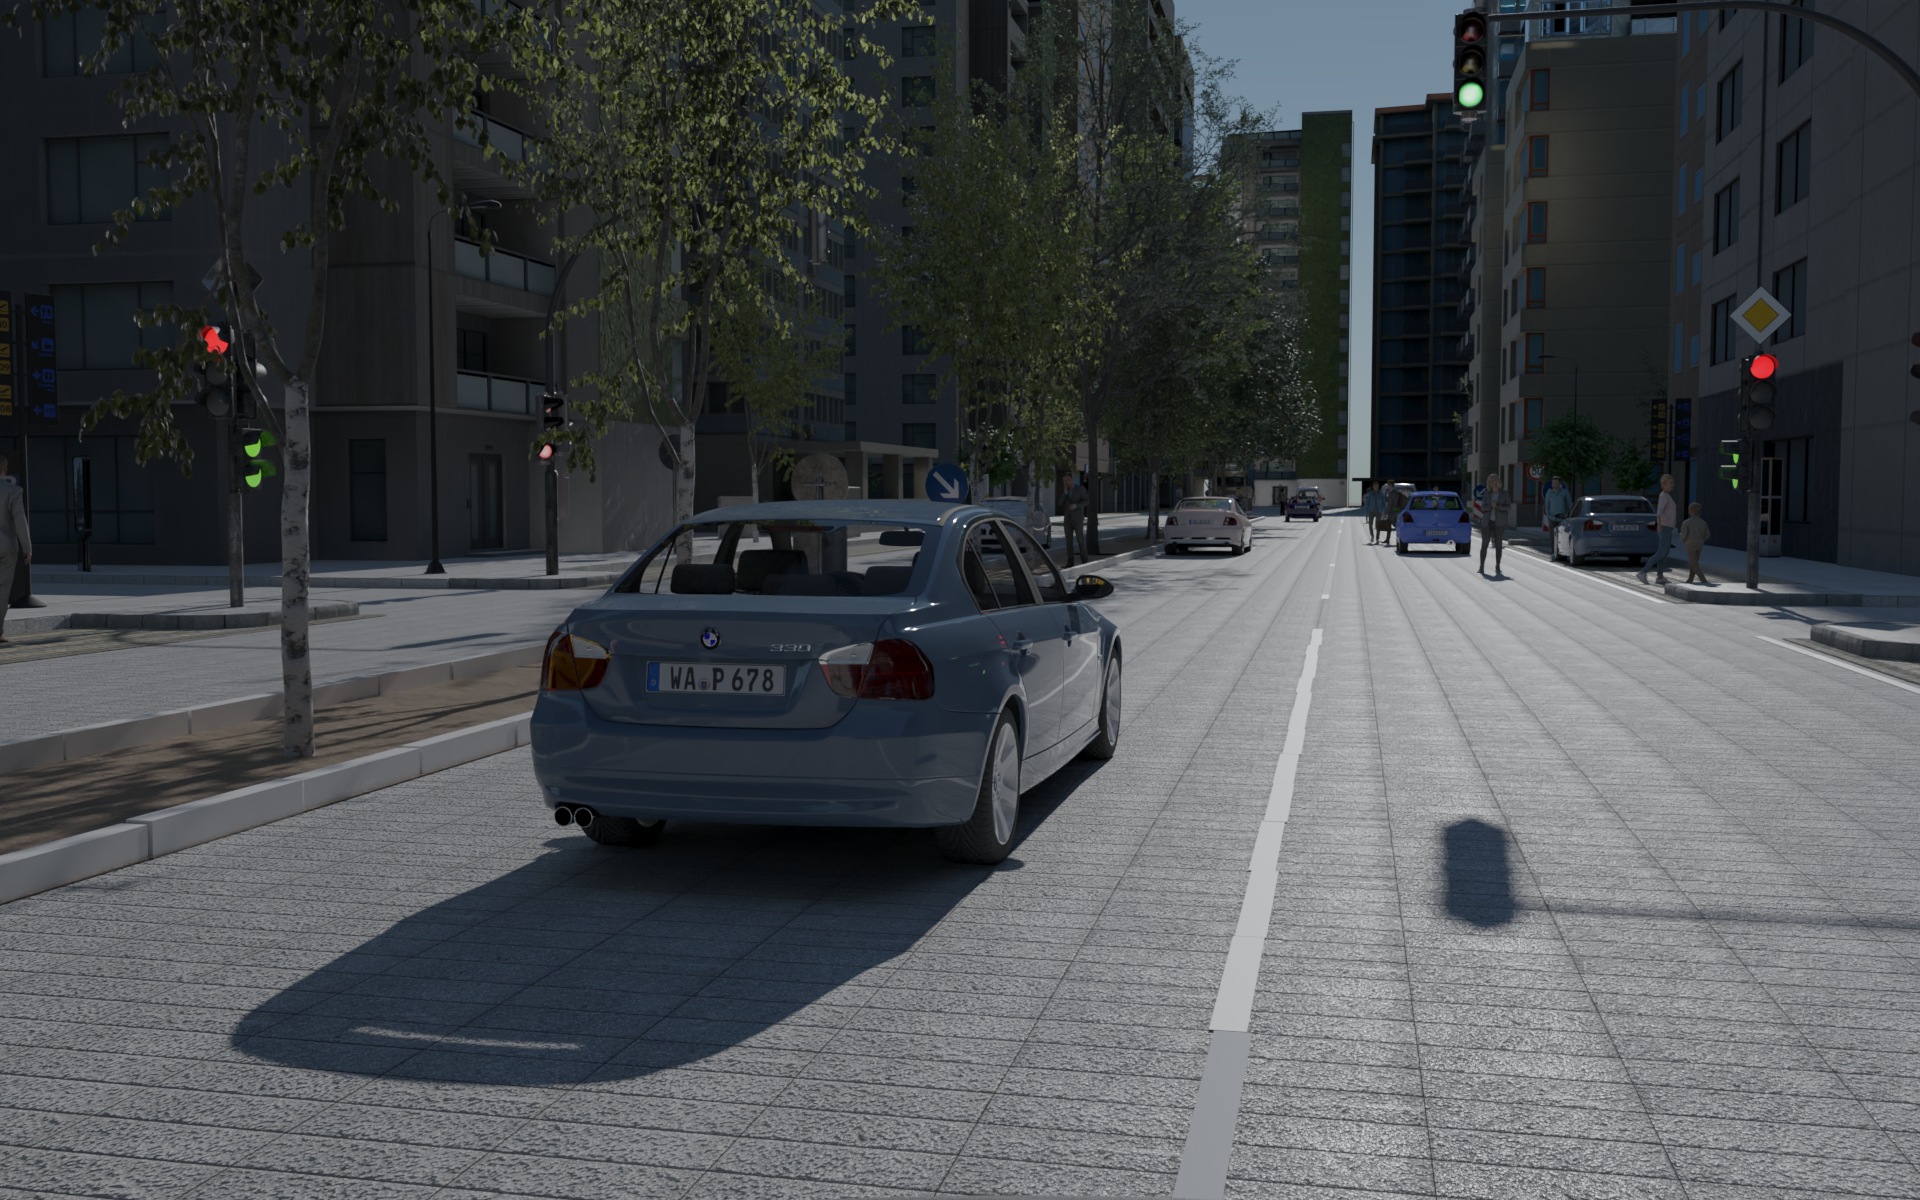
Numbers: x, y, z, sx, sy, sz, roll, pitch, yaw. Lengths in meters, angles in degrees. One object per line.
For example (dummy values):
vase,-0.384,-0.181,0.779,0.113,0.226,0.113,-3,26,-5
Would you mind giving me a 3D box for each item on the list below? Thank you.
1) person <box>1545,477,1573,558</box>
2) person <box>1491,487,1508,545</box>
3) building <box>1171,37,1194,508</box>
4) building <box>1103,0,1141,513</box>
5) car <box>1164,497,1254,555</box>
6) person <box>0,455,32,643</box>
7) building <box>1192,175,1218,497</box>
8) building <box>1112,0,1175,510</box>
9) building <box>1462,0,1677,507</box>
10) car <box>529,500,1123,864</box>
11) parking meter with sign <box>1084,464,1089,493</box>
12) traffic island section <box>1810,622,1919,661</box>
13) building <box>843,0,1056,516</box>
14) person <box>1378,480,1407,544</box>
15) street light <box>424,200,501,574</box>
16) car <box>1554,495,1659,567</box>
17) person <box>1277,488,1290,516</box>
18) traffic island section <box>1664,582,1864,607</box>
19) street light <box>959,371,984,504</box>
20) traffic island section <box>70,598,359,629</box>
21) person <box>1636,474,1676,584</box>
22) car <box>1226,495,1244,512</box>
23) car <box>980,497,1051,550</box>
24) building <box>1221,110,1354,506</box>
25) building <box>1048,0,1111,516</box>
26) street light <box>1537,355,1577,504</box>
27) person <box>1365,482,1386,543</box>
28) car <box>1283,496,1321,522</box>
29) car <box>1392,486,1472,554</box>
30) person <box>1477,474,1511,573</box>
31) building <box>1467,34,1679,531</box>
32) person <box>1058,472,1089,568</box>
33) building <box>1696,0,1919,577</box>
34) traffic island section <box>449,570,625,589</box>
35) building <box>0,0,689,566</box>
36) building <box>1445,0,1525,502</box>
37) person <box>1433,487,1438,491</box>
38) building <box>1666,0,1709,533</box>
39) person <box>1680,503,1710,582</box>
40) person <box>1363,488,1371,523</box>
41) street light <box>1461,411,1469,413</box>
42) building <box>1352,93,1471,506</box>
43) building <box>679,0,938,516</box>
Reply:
person,13.388,-1.842,38.639,0.660,1.820,0.620,2,4,32
person,14.909,-2.403,48.139,0.444,1.785,0.601,-3,4,-37
building,14.922,-31.715,168.645,14.200,45.320,14.600,1,4,13
building,2.742,-42.106,126.686,20.563,71.187,20.611,1,4,13
car,6.055,-1.816,42.053,2.083,1.381,4.827,1,4,13
person,-9.232,-0.485,16.548,0.709,1.813,0.853,-1,4,-14
building,18.858,-31.187,201.786,23.993,40.220,32.217,1,4,13
building,6.566,-32.105,148.619,21.300,48.544,21.600,1,4,13
building,48.080,-49.373,119.912,22.319,86.520,31.000,1,4,13
car,-0.352,0.237,8.135,2.014,1.417,4.499,1,4,14
parking meter with sign,7.521,-6.307,99.375,0.543,3.016,1.738,0,4,-4
traffic island section,9.078,0.395,15.830,2.009,0.180,2.903,1,4,13
building,-2.751,-19.840,96.081,14.160,30.474,14.107,1,4,13
person,12.372,-2.502,49.378,0.822,1.834,0.622,2,4,31
street light,-7.936,-3.370,27.648,1.470,5.913,1.316,1,4,13
car,13.235,-1.428,35.357,2.014,1.417,4.499,1,4,13
person,21.348,-6.477,114.413,0.705,1.823,1.348,-2,4,-30
traffic island section,10.824,-0.082,23.622,2.009,0.180,2.903,1,4,13
street light,0.524,-5.673,65.287,1.470,5.913,1.316,1,4,13
traffic island section,-8.234,0.158,19.700,2.009,0.180,2.903,1,4,13
person,11.056,-1.119,27.463,0.598,1.740,0.731,1,4,12
car,20.229,-7.146,129.422,1.945,1.354,3.894,1,4,14
car,1.148,-1.910,43.589,2.083,1.381,4.827,1,4,12
building,35.519,-30.914,189.042,14.086,41.232,14.154,1,4,13
building,1.677,-28.083,109.275,14.600,45.320,14.200,1,4,13
street light,19.931,-5.212,57.756,1.470,5.913,1.316,1,4,13
person,12.241,-2.578,50.988,0.601,1.785,0.444,1,4,17
car,17.818,-4.754,90.307,1.945,1.354,3.894,1,4,11
car,11.645,-2.024,42.686,1.945,1.707,3.694,1,4,12
person,9.719,-1.393,31.460,0.537,1.800,0.526,2,4,35
building,38.228,-14.224,77.601,27.650,21.520,28.899,1,4,13
person,2.178,-1.525,33.233,0.655,1.846,0.447,2,4,33
building,26.617,-36.208,30.257,20.611,71.187,20.563,1,4,13
traffic island section,-6.488,-0.319,27.493,2.009,0.180,2.903,1,4,13
building,-14.939,-21.556,36.034,14.154,41.232,14.086,1,4,13
building,55.544,-32.520,151.314,23.786,49.044,30.456,1,4,13
person,23.417,-4.693,85.459,0.478,1.798,0.641,-3,4,-39
building,28.619,-24.326,47.837,14.600,45.320,14.200,1,4,13
person,10.936,-0.798,25.818,0.475,1.303,0.640,-2,4,-24
person,20.356,-4.711,86.369,0.563,1.720,0.643,2,4,34
street light,28.621,-7.584,96.540,1.470,5.913,1.316,1,4,13
building,57.607,-32.621,187.973,28.867,44.769,22.147,1,4,13
building,-17.760,-22.781,64.350,32.217,40.220,23.993,1,4,13
